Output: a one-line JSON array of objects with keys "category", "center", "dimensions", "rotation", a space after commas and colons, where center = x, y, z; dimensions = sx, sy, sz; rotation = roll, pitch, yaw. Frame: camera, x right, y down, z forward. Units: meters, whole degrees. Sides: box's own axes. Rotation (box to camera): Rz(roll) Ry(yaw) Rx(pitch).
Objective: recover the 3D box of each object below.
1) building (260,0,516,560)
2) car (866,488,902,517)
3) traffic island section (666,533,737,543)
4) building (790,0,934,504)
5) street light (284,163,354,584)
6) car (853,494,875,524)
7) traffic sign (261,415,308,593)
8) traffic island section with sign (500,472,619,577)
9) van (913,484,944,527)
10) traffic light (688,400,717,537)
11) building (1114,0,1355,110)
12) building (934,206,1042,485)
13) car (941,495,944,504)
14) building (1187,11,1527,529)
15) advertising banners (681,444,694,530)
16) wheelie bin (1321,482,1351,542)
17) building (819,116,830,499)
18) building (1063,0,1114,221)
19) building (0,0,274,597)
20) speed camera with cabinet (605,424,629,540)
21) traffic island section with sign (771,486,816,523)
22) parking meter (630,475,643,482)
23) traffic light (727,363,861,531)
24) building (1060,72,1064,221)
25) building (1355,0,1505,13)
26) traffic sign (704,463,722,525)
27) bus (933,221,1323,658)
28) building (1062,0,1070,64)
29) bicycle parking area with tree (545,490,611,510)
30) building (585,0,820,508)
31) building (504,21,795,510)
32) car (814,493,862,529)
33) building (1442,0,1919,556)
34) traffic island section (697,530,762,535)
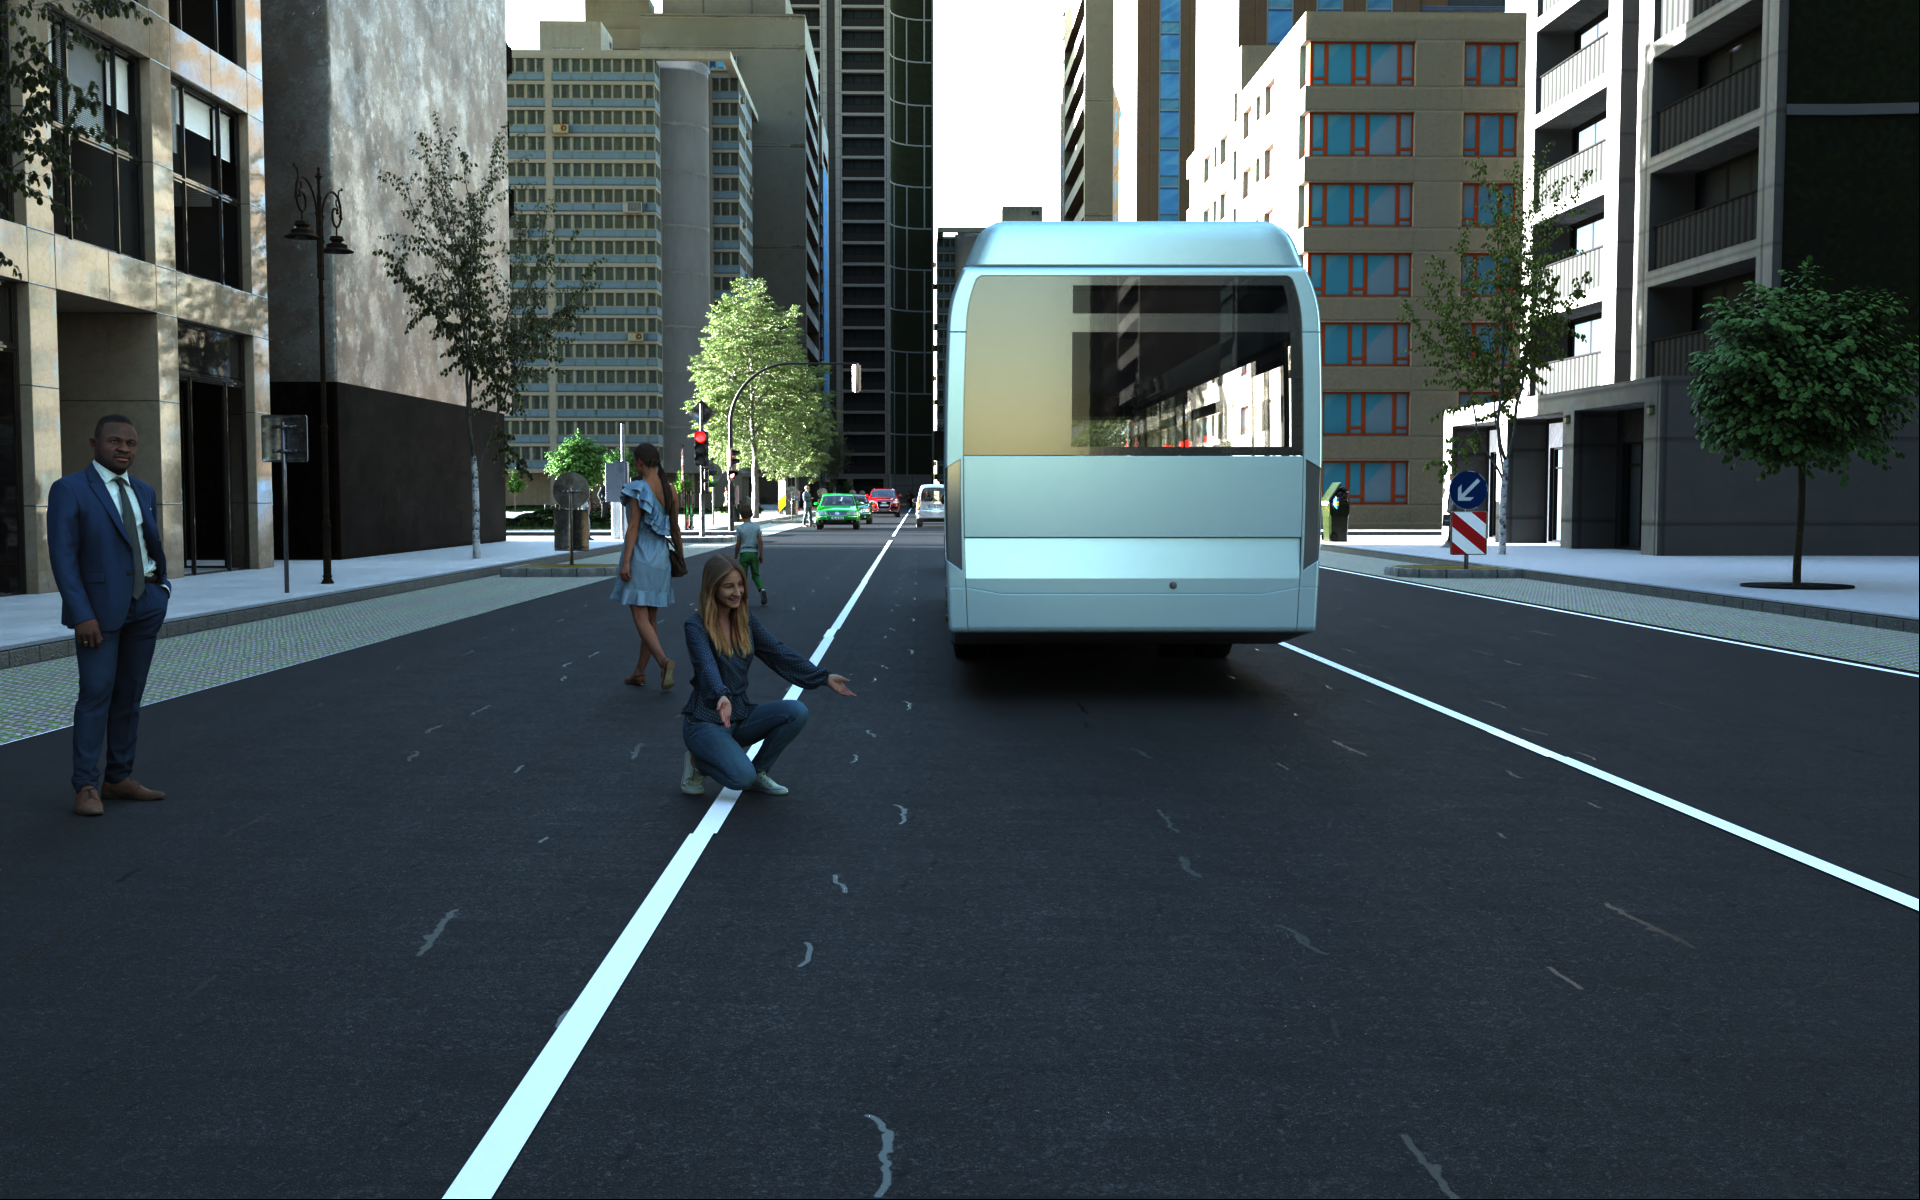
[{"category": "building", "center": [-20.612, -10.635, 41.330], "dimensions": [16.811, 18.784, 16.820], "rotation": [0, 4, -1]}, {"category": "car", "center": [-4.806, -6.122, 108.775], "dimensions": [2.281, 1.827, 5.304], "rotation": [0, 4, -3]}, {"category": "traffic island section", "center": [-7.745, -1.816, 51.967], "dimensions": [2.009, 0.180, 2.903], "rotation": [0, 4, -1]}, {"category": "building", "center": [-13.763, -48.423, 229.971], "dimensions": [20.611, 71.187, 20.563], "rotation": [0, 4, -1]}, {"category": "street light", "center": [-9.066, -3.172, 24.652], "dimensions": [0.468, 5.910, 1.993], "rotation": [0, 4, -1]}, {"category": "car", "center": [-5.174, -4.411, 83.920], "dimensions": [2.131, 1.459, 4.920], "rotation": [0, 4, -2]}, {"category": "traffic sign", "center": [-8.738, -1.241, 22.424], "dimensions": [0.606, 2.300, 0.079], "rotation": [0, 4, 3]}, {"category": "traffic island section with sign", "center": [-6.923, -1.347, 30.655], "dimensions": [1.989, 1.847, 2.006], "rotation": [0, 4, -1]}, {"category": "van", "center": [-1.088, -4.225, 76.093], "dimensions": [2.013, 2.044, 4.112], "rotation": [0, 4, 0]}, {"category": "traffic light", "center": [-7.705, -3.848, 51.833], "dimensions": [0.839, 4.253, 0.868], "rotation": [0, 4, -1]}, {"category": "building", "center": [18.389, -28.836, 121.586], "dimensions": [14.600, 45.320, 14.200], "rotation": [0, 4, -1]}, {"category": "building", "center": [8.411, -33.324, 236.732], "dimensions": [23.993, 40.220, 32.217], "rotation": [0, 4, -1]}, {"category": "car", "center": [0.799, -1.437, 32.171], "dimensions": [2.281, 1.827, 5.304], "rotation": [0, 4, -2]}, {"category": "building", "center": [26.494, -14.156, 76.485], "dimensions": [28.899, 21.520, 27.650], "rotation": [0, 4, -1]}, {"category": "advertising banners", "center": [-9.687, -3.991, 61.438], "dimensions": [0.090, 3.025, 2.074], "rotation": [0, 4, 2]}, {"category": "wheelie bin", "center": [10.172, -2.383, 46.875], "dimensions": [0.693, 1.594, 0.980], "rotation": [-1, 4, -8]}, {"category": "building", "center": [-22.660, -33.702, 201.131], "dimensions": [14.200, 45.320, 14.600], "rotation": [0, 4, -1]}, {"category": "building", "center": [20.535, -32.282, 151.520], "dimensions": [21.300, 48.544, 21.600], "rotation": [0, 4, -1]}, {"category": "building", "center": [-21.189, -12.706, 12.266], "dimensions": [19.350, 26.468, 34.151], "rotation": [0, 4, -1]}, {"category": "speed camera with cabinet", "center": [-9.725, -3.378, 49.560], "dimensions": [0.660, 3.252, 2.038], "rotation": [0, 4, -3]}, {"category": "traffic island section with sign", "center": [-8.178, -4.658, 84.778], "dimensions": [1.989, 1.847, 2.006], "rotation": [0, 4, -1]}, {"category": "parking meter", "center": [-9.588, -2.787, 51.283], "dimensions": [0.399, 1.863, 0.255], "rotation": [-1, 4, -15]}, {"category": "traffic light", "center": [-5.799, -5.213, 59.899], "dimensions": [4.771, 5.953, 1.251], "rotation": [0, 4, -1]}, {"category": "building", "center": [17.296, -31.810, 170.197], "dimensions": [14.600, 45.320, 14.200], "rotation": [0, 4, -1]}, {"category": "building", "center": [21.250, -27.371, 97.623], "dimensions": [14.600, 45.320, 14.200], "rotation": [0, 4, -1]}, {"category": "traffic sign", "center": [-10.274, -4.403, 72.090], "dimensions": [0.768, 2.556, 0.104], "rotation": [0, 4, 3]}, {"category": "bus", "center": [1.132, -1.435, 18.321], "dimensions": [2.948, 3.499, 13.247], "rotation": [0, 4, 0]}, {"category": "building", "center": [20.054, -53.772, 191.851], "dimensions": [22.319, 86.520, 31.000], "rotation": [0, 4, -1]}, {"category": "bicycle parking area with tree", "center": [-25.248, -8.371, 123.872], "dimensions": [9.016, 4.147, 8.231], "rotation": [2, 4, 25]}, {"category": "building", "center": [-25.045, -33.382, 169.501], "dimensions": [21.300, 48.544, 21.600], "rotation": [0, 4, -1]}, {"category": "building", "center": [-30.416, -27.813, 146.629], "dimensions": [32.217, 40.220, 23.993], "rotation": [0, 4, -1]}, {"category": "car", "center": [-5.038, -3.845, 71.662], "dimensions": [1.959, 1.807, 4.718], "rotation": [0, 4, -3]}, {"category": "building", "center": [24.560, -36.715, 38.541], "dimensions": [20.563, 71.187, 20.611], "rotation": [0, 4, -1]}, {"category": "traffic island section", "center": [-7.929, -2.304, 59.950], "dimensions": [2.009, 0.180, 2.903], "rotation": [0, 4, -1]}]
